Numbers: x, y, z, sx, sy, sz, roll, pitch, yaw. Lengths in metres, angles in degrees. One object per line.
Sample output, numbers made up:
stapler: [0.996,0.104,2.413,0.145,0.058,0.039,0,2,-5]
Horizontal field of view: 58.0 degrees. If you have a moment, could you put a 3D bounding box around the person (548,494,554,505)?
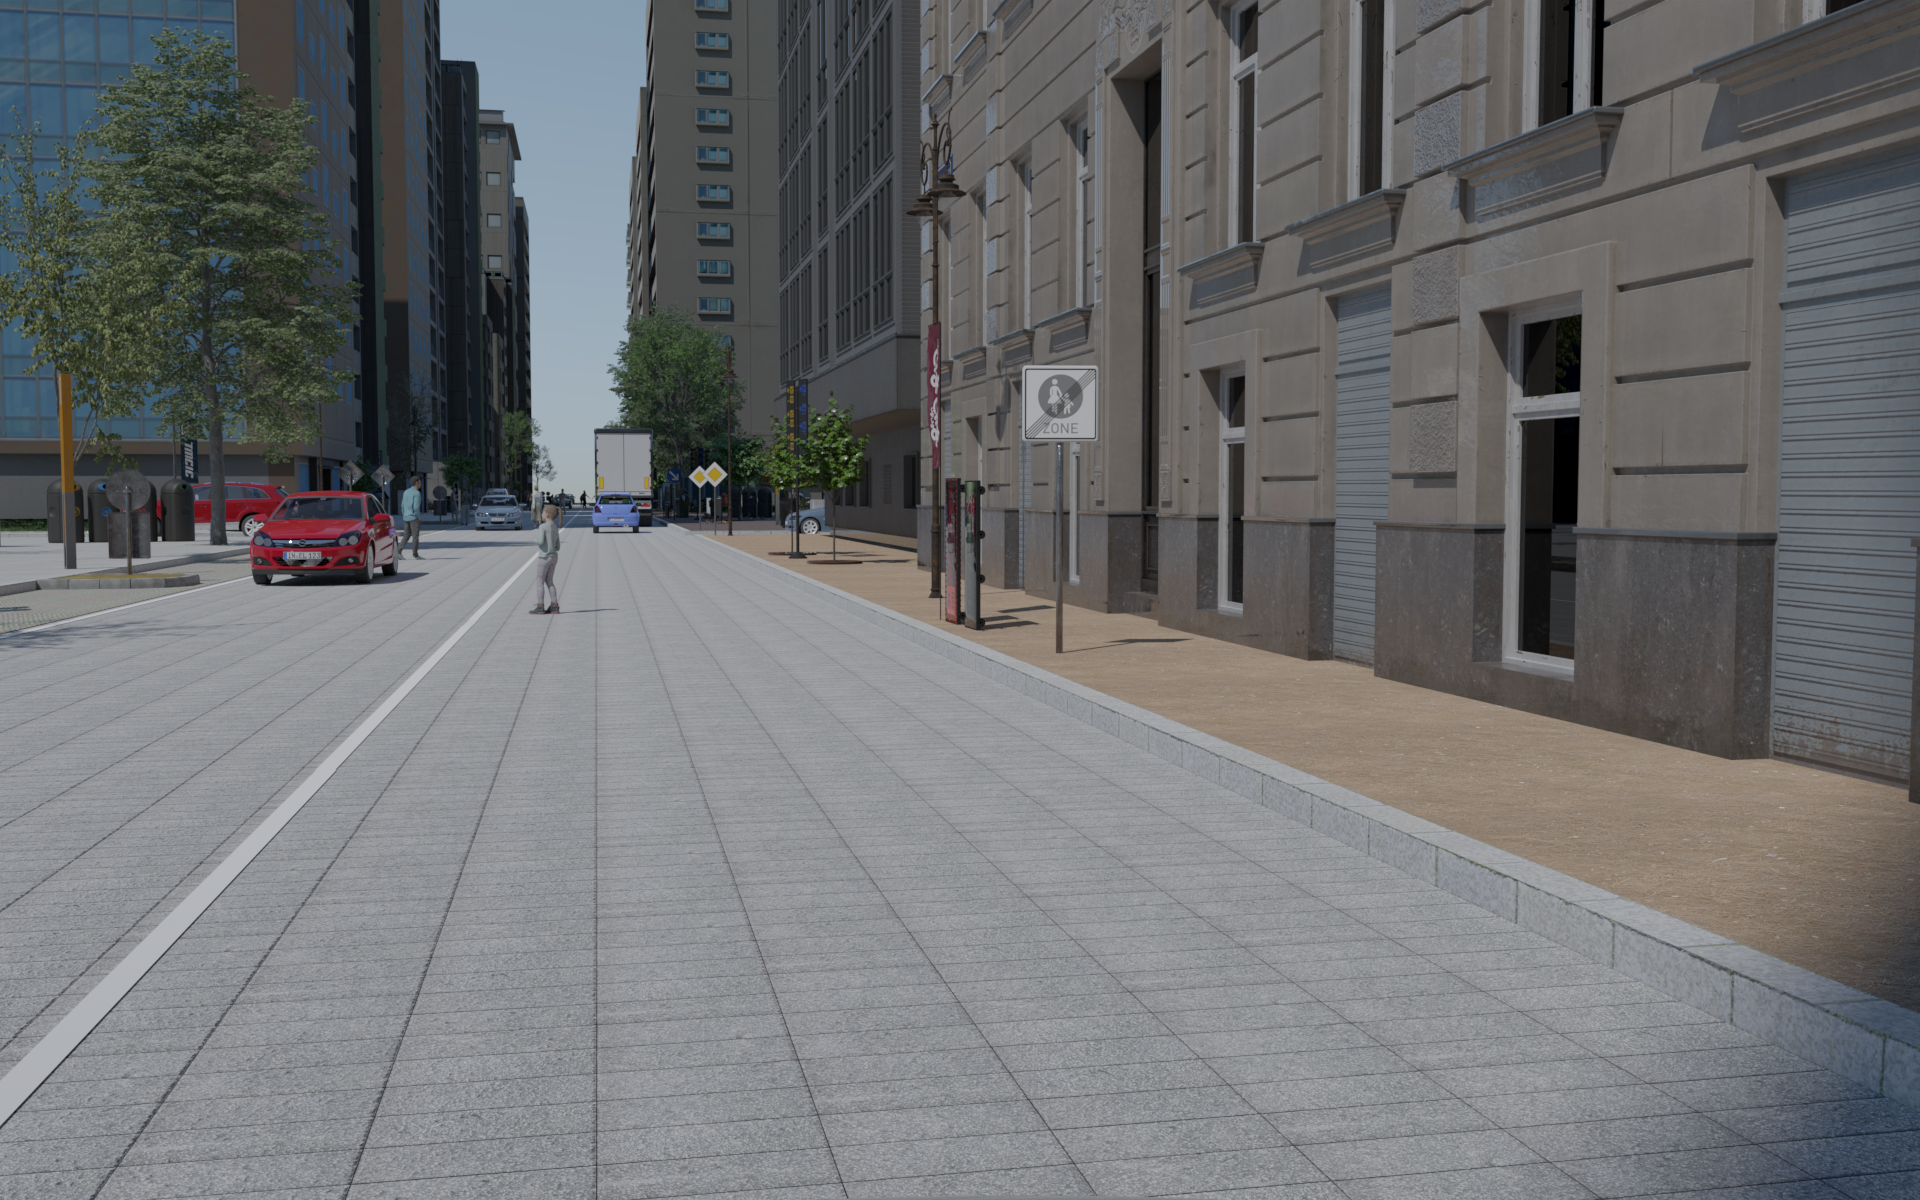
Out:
person: [-41.171,-9.956,174.505,0.697,1.427,0.421,3,5,41]

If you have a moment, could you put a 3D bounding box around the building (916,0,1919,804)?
building: [7.271,-13.502,18.029,12.463,27.353,25.104,-1,4,-12]

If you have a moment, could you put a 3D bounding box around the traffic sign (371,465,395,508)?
traffic sign: [-19.755,-3.406,59.325,0.795,2.450,0.064,-1,4,-12]

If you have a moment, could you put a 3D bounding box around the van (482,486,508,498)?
van: [-32.908,-7.095,123.009,2.013,2.044,4.112,-1,4,-12]

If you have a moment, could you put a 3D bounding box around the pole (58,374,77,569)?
pole: [-15.225,-2.184,29.545,0.158,3.312,0.155,0,3,0]

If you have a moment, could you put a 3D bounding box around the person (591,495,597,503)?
person: [-33.297,-9.194,158.803,0.705,1.826,1.348,2,4,25]

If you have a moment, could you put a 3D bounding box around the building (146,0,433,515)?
building: [-41.620,-28.115,109.793,14.600,45.320,14.200,-1,4,-12]

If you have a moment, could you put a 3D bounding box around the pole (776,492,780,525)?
pole: [-7.593,-4.783,72.051,0.158,3.312,0.155,0,3,0]

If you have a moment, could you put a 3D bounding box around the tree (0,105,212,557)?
tree: [-17.213,-5.100,33.747,4.737,8.622,4.395,0,3,0]

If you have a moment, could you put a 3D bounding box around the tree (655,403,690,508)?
tree: [-23.323,-11.370,136.257,4.360,8.622,3.978,0,3,0]

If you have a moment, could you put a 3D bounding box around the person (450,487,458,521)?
person: [-24.812,-4.665,85.105,0.374,1.781,0.599,-3,4,-36]

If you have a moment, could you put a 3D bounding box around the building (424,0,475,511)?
building: [-50.393,-42.867,139.125,20.563,71.187,20.611,-1,4,-12]

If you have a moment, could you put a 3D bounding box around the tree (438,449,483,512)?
tree: [-36.551,-8.751,126.796,4.285,4.588,4.351,0,3,0]

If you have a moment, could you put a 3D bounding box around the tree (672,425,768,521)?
tree: [-10.559,-6.041,82.482,4.285,4.588,4.351,0,3,0]

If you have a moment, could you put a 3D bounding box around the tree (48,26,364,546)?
tree: [-18.995,-7.648,43.180,7.486,12.596,7.792,0,3,0]

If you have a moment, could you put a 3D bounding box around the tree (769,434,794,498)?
tree: [-12.183,-10.776,126.550,4.360,8.622,3.978,0,3,0]

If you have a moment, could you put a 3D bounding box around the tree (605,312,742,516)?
tree: [-16.116,-10.640,99.714,9.928,11.665,9.643,0,3,0]

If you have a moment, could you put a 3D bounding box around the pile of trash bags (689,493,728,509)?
pile of trash bags: [-18.677,-7.350,129.928,1.912,1.369,3.447,3,5,39]

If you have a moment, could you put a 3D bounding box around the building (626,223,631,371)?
building: [-42.101,-40.290,278.349,23.786,49.044,30.456,-1,4,-12]

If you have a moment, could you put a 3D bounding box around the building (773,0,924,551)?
building: [3.607,-15.216,42.294,14.314,27.812,24.014,-1,4,-12]

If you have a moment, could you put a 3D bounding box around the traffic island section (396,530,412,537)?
traffic island section: [-19.776,-2.269,59.382,2.009,0.180,2.903,-1,4,-12]

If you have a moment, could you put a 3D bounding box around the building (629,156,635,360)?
building: [-34.218,-37.580,238.140,21.300,48.544,21.600,-1,4,-12]

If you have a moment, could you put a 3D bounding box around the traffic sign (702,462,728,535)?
traffic sign: [-7.595,-3.061,53.685,0.795,2.450,0.064,-1,4,-12]

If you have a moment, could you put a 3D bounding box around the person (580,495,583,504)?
person: [-43.514,-11.466,199.209,0.421,1.427,0.697,0,4,3]

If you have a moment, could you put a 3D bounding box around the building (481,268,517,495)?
building: [-64.220,-27.465,220.748,14.160,30.474,14.107,-1,4,-12]

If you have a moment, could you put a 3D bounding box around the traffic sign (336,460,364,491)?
traffic sign: [-18.116,-2.928,51.509,0.795,2.450,0.064,-1,4,-12]

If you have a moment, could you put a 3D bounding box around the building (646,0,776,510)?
building: [-16.083,-32.253,151.037,21.300,48.544,21.600,-1,4,-12]

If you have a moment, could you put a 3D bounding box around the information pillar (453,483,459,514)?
information pillar: [-32.131,-6.477,110.385,0.304,2.012,0.304,-2,4,-26]

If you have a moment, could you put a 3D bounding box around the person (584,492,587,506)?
person: [-44.045,-11.870,203.504,0.436,1.711,0.756,-1,4,-18]

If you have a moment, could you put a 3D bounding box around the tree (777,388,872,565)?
tree: [-2.448,-2.276,31.822,1.663,3.219,1.824,0,3,0]

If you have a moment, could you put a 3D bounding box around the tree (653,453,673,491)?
tree: [-20.881,-8.499,122.669,4.285,4.588,4.351,0,3,0]

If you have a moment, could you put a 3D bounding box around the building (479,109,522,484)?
building: [-75.394,-39.737,238.946,28.713,52.752,27.495,-1,4,-12]

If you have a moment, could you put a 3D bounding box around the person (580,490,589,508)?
person: [-38.409,-10.317,177.200,1.348,1.823,0.705,2,4,26]

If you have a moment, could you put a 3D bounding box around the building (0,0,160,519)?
building: [-31.874,-25.476,66.646,14.600,45.320,14.200,-1,4,-12]

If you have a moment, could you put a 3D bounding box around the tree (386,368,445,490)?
tree: [-32.102,-9.218,101.075,4.360,8.622,3.978,0,3,0]

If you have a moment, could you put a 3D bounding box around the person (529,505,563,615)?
person: [-4.951,-0.482,20.663,0.394,1.301,0.425,0,4,5]

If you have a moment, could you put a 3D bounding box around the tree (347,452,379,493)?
tree: [-26.936,-5.070,77.503,1.663,3.219,1.824,0,3,0]

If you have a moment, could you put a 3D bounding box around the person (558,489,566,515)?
person: [-26.734,-6.583,116.320,0.511,1.800,0.466,0,4,-3]

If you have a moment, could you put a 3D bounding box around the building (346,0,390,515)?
building: [-37.561,-19.376,88.503,14.160,30.474,14.107,-1,4,-12]

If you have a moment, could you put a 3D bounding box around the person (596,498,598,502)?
person: [-26.359,-7.223,126.689,0.616,1.811,0.778,-3,4,-37]

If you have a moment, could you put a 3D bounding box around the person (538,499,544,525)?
person: [-19.171,-4.154,79.011,0.503,1.515,0.523,-3,4,-39]

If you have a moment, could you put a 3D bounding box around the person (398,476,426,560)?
person: [-11.964,-1.781,37.632,0.660,1.820,0.620,3,4,36]

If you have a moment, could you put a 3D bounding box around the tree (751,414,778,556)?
tree: [-3.508,-2.553,36.337,1.663,3.219,1.824,0,3,0]

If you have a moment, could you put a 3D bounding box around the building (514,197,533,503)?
building: [-76.927,-39.195,264.533,21.300,48.544,21.600,-1,4,-12]

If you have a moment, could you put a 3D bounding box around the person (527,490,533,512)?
person: [-34.699,-8.020,140.344,1.217,1.735,0.721,3,5,40]

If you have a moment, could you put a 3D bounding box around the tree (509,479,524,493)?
tree: [-51.405,-12.558,199.921,1.663,3.219,1.824,0,3,0]

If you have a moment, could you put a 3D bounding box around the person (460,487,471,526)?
person: [-22.371,-4.235,78.293,0.362,1.759,0.519,3,5,43]

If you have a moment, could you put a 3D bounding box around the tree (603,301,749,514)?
tree: [-18.589,-12.640,113.325,9.857,13.997,8.962,0,3,0]

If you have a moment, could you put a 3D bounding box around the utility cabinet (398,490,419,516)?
utility cabinet: [-32.549,-5.721,102.210,1.173,1.500,0.318,-1,4,-22]

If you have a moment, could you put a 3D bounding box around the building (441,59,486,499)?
building: [-51.148,-28.989,157.572,14.154,41.232,14.086,-1,4,-12]

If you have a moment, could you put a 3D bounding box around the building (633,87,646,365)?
building: [-26.115,-35.238,199.845,21.300,48.544,21.600,-1,4,-12]

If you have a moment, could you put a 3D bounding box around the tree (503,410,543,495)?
tree: [-53.932,-17.205,207.063,9.928,11.665,9.643,0,3,0]

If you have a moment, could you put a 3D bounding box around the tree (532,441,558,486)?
tree: [-70.578,-21.640,288.223,7.601,10.594,8.767,-1,4,-15]

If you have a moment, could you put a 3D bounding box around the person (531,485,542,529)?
person: [-17.316,-3.809,71.000,0.478,1.798,0.641,-2,4,-29]

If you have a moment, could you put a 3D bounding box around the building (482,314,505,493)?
building: [-61.895,-20.370,178.093,27.650,21.520,28.899,-1,4,-12]
